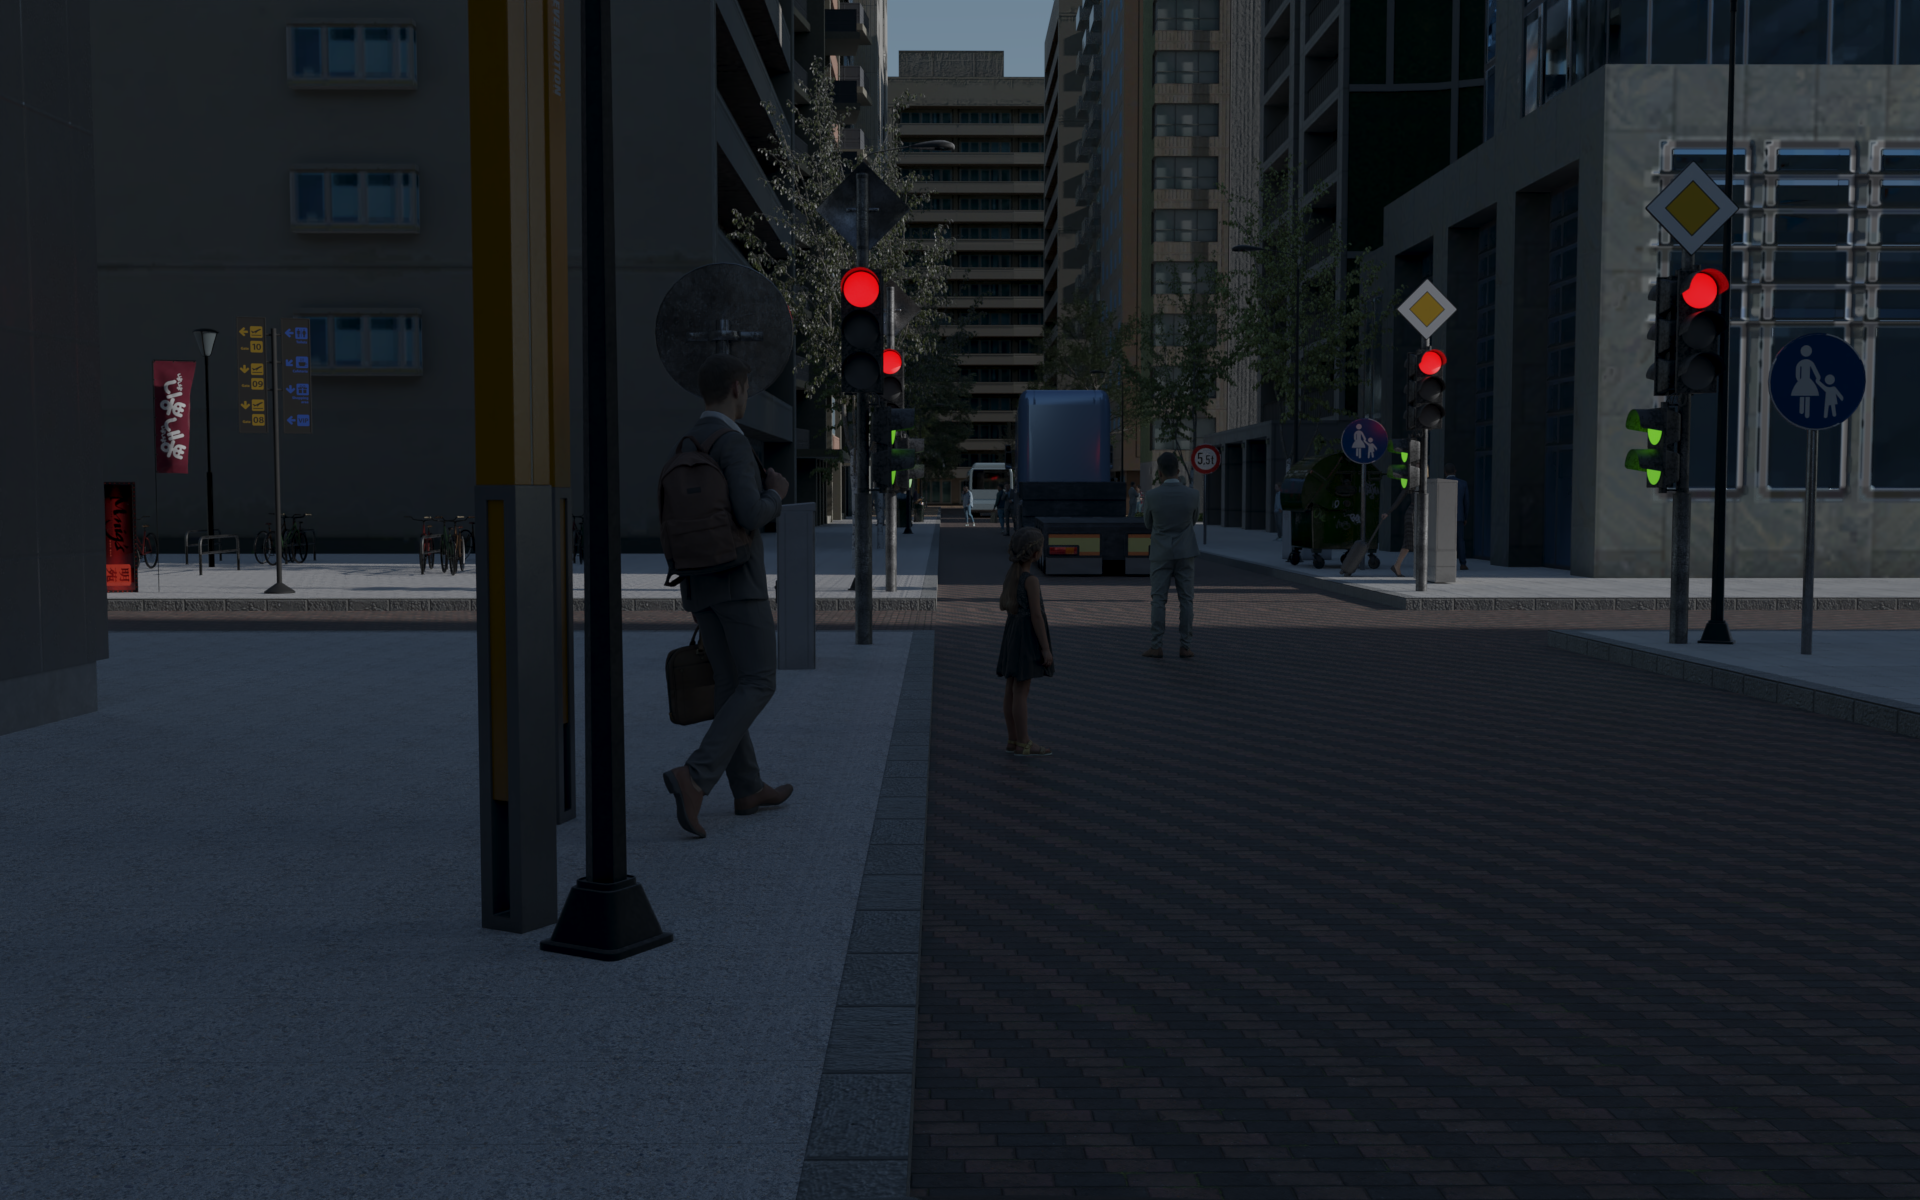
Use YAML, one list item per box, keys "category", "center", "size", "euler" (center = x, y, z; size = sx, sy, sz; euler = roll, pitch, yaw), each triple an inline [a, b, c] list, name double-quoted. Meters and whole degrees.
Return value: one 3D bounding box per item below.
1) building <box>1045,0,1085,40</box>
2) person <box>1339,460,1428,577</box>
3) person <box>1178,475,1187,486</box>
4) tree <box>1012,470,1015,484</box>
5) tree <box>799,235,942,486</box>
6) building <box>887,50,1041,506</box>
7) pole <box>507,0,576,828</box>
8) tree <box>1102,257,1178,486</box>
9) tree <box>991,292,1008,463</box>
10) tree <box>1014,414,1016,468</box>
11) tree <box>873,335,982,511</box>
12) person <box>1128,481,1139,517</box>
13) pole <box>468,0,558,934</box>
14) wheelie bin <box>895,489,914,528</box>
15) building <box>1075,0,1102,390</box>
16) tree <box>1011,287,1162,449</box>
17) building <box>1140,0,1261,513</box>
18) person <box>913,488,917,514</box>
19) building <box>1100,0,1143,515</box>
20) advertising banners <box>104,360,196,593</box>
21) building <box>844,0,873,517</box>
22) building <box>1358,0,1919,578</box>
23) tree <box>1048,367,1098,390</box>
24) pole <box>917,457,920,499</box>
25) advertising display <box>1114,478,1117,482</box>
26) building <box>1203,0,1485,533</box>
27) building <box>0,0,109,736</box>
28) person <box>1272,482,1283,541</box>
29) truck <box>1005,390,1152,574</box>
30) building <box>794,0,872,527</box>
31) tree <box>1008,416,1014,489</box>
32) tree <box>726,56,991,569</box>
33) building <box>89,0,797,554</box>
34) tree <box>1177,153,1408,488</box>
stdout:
- category: "building"
  center: [18.958, -32.744, 159.058]
  size: [21.300, 48.544, 21.600]
  euler: [0, 4, -1]
- category: "person"
  center: [6.693, -1.255, 26.776]
  size: [1.509, 1.804, 0.699]
  euler: [1, 4, 22]
- category: "person"
  center: [6.146, -2.576, 48.347]
  size: [0.526, 1.800, 0.537]
  euler: [-1, 4, -20]
- category: "tree"
  center: [6.111, -10.103, 148.904]
  size: [4.285, 4.588, 4.351]
  euler: [0, 3, 0]
- category: "tree"
  center: [-2.585, -5.912, 47.028]
  size: [4.737, 8.622, 4.395]
  euler: [0, 3, 0]
- category: "building"
  center: [2.579, -34.857, 193.619]
  size: [21.600, 48.544, 21.300]
  euler: [0, 4, -1]
- category: "pole"
  center: [-1.612, -0.786, 6.701]
  size: [0.158, 3.312, 0.155]
  euler: [0, 3, 0]
- category: "tree"
  center: [6.735, -6.214, 51.962]
  size: [4.737, 8.622, 4.395]
  euler: [0, 3, 0]
- category: "tree"
  center: [-1.639, -5.502, 40.316]
  size: [4.360, 8.622, 3.978]
  euler: [0, 3, 0]
- category: "tree"
  center: [6.357, -9.751, 109.786]
  size: [4.360, 8.622, 3.978]
  euler: [0, 3, 0]
- category: "tree"
  center: [-3.357, -13.966, 135.005]
  size: [9.857, 13.997, 8.962]
  euler: [0, 3, 0]
- category: "person"
  center: [7.195, -3.996, 71.553]
  size: [0.466, 1.800, 0.511]
  euler: [-2, 4, -35]
- category: "pole"
  center: [-1.309, -0.685, 5.050]
  size: [0.158, 3.312, 0.155]
  euler: [0, 3, 0]
- category: "wheelie bin"
  center: [-2.170, -3.579, 66.430]
  size: [0.693, 1.594, 0.980]
  euler: [-1, 4, -15]
- category: "building"
  center: [20.493, -31.334, 131.915]
  size: [23.786, 49.044, 30.456]
  euler: [0, 4, -1]
- category: "tree"
  center: [5.677, -8.829, 78.760]
  size: [7.601, 10.594, 8.767]
  euler: [-2, 4, -31]
- category: "building"
  center: [16.351, -24.891, 90.555]
  size: [14.154, 41.232, 14.086]
  euler: [0, 4, -1]
- category: "person"
  center: [-2.806, -6.502, 113.278]
  size: [0.541, 1.710, 0.530]
  euler: [1, 4, 9]
- category: "building"
  center: [16.499, -28.109, 109.699]
  size: [14.600, 45.320, 14.200]
  euler: [0, 4, -1]
- category: "advertising banners"
  center: [-10.979, -1.605, 22.425]
  size: [2.074, 3.025, 0.090]
  euler: [-1, 4, -19]
- category: "building"
  center: [-16.698, -48.847, 111.325]
  size: [22.319, 86.520, 31.000]
  euler: [0, 4, -1]
- category: "building"
  center: [25.036, -44.181, 35.035]
  size: [31.000, 86.520, 22.319]
  euler: [0, 4, -1]
- category: "tree"
  center: [6.067, -8.757, 93.537]
  size: [4.360, 8.622, 3.978]
  euler: [0, 3, 0]
- category: "pole"
  center: [-2.245, -6.125, 93.983]
  size: [0.158, 3.312, 0.155]
  euler: [0, 3, 0]
- category: "advertising display"
  center: [6.307, -3.972, 70.161]
  size: [0.123, 1.923, 0.974]
  euler: [0, 4, 5]
- category: "building"
  center: [20.449, -38.025, 59.955]
  size: [20.563, 71.187, 20.611]
  euler: [0, 4, -1]
- category: "building"
  center: [-19.945, -11.312, 4.018]
  size: [30.058, 24.678, 14.314]
  euler: [0, 4, -1]
- category: "person"
  center: [8.741, -2.420, 47.423]
  size: [0.330, 1.601, 0.589]
  euler: [0, 4, -3]
- category: "truck"
  center: [2.678, -3.015, 39.059]
  size: [2.967, 4.110, 18.799]
  euler: [0, 4, 0]
- category: "building"
  center: [-15.406, -25.980, 79.393]
  size: [22.147, 44.769, 28.867]
  euler: [0, 4, -1]
- category: "tree"
  center: [5.827, -11.461, 137.748]
  size: [4.360, 8.622, 3.978]
  euler: [0, 3, 0]
- category: "tree"
  center: [-1.815, -4.834, 29.403]
  size: [4.360, 8.622, 3.978]
  euler: [0, 3, 0]
- category: "building"
  center: [-16.020, -25.835, 46.098]
  size: [21.300, 48.544, 21.600]
  euler: [0, 4, -1]
- category: "tree"
  center: [7.294, -5.338, 37.634]
  size: [4.737, 8.622, 4.395]
  euler: [0, 3, 0]
